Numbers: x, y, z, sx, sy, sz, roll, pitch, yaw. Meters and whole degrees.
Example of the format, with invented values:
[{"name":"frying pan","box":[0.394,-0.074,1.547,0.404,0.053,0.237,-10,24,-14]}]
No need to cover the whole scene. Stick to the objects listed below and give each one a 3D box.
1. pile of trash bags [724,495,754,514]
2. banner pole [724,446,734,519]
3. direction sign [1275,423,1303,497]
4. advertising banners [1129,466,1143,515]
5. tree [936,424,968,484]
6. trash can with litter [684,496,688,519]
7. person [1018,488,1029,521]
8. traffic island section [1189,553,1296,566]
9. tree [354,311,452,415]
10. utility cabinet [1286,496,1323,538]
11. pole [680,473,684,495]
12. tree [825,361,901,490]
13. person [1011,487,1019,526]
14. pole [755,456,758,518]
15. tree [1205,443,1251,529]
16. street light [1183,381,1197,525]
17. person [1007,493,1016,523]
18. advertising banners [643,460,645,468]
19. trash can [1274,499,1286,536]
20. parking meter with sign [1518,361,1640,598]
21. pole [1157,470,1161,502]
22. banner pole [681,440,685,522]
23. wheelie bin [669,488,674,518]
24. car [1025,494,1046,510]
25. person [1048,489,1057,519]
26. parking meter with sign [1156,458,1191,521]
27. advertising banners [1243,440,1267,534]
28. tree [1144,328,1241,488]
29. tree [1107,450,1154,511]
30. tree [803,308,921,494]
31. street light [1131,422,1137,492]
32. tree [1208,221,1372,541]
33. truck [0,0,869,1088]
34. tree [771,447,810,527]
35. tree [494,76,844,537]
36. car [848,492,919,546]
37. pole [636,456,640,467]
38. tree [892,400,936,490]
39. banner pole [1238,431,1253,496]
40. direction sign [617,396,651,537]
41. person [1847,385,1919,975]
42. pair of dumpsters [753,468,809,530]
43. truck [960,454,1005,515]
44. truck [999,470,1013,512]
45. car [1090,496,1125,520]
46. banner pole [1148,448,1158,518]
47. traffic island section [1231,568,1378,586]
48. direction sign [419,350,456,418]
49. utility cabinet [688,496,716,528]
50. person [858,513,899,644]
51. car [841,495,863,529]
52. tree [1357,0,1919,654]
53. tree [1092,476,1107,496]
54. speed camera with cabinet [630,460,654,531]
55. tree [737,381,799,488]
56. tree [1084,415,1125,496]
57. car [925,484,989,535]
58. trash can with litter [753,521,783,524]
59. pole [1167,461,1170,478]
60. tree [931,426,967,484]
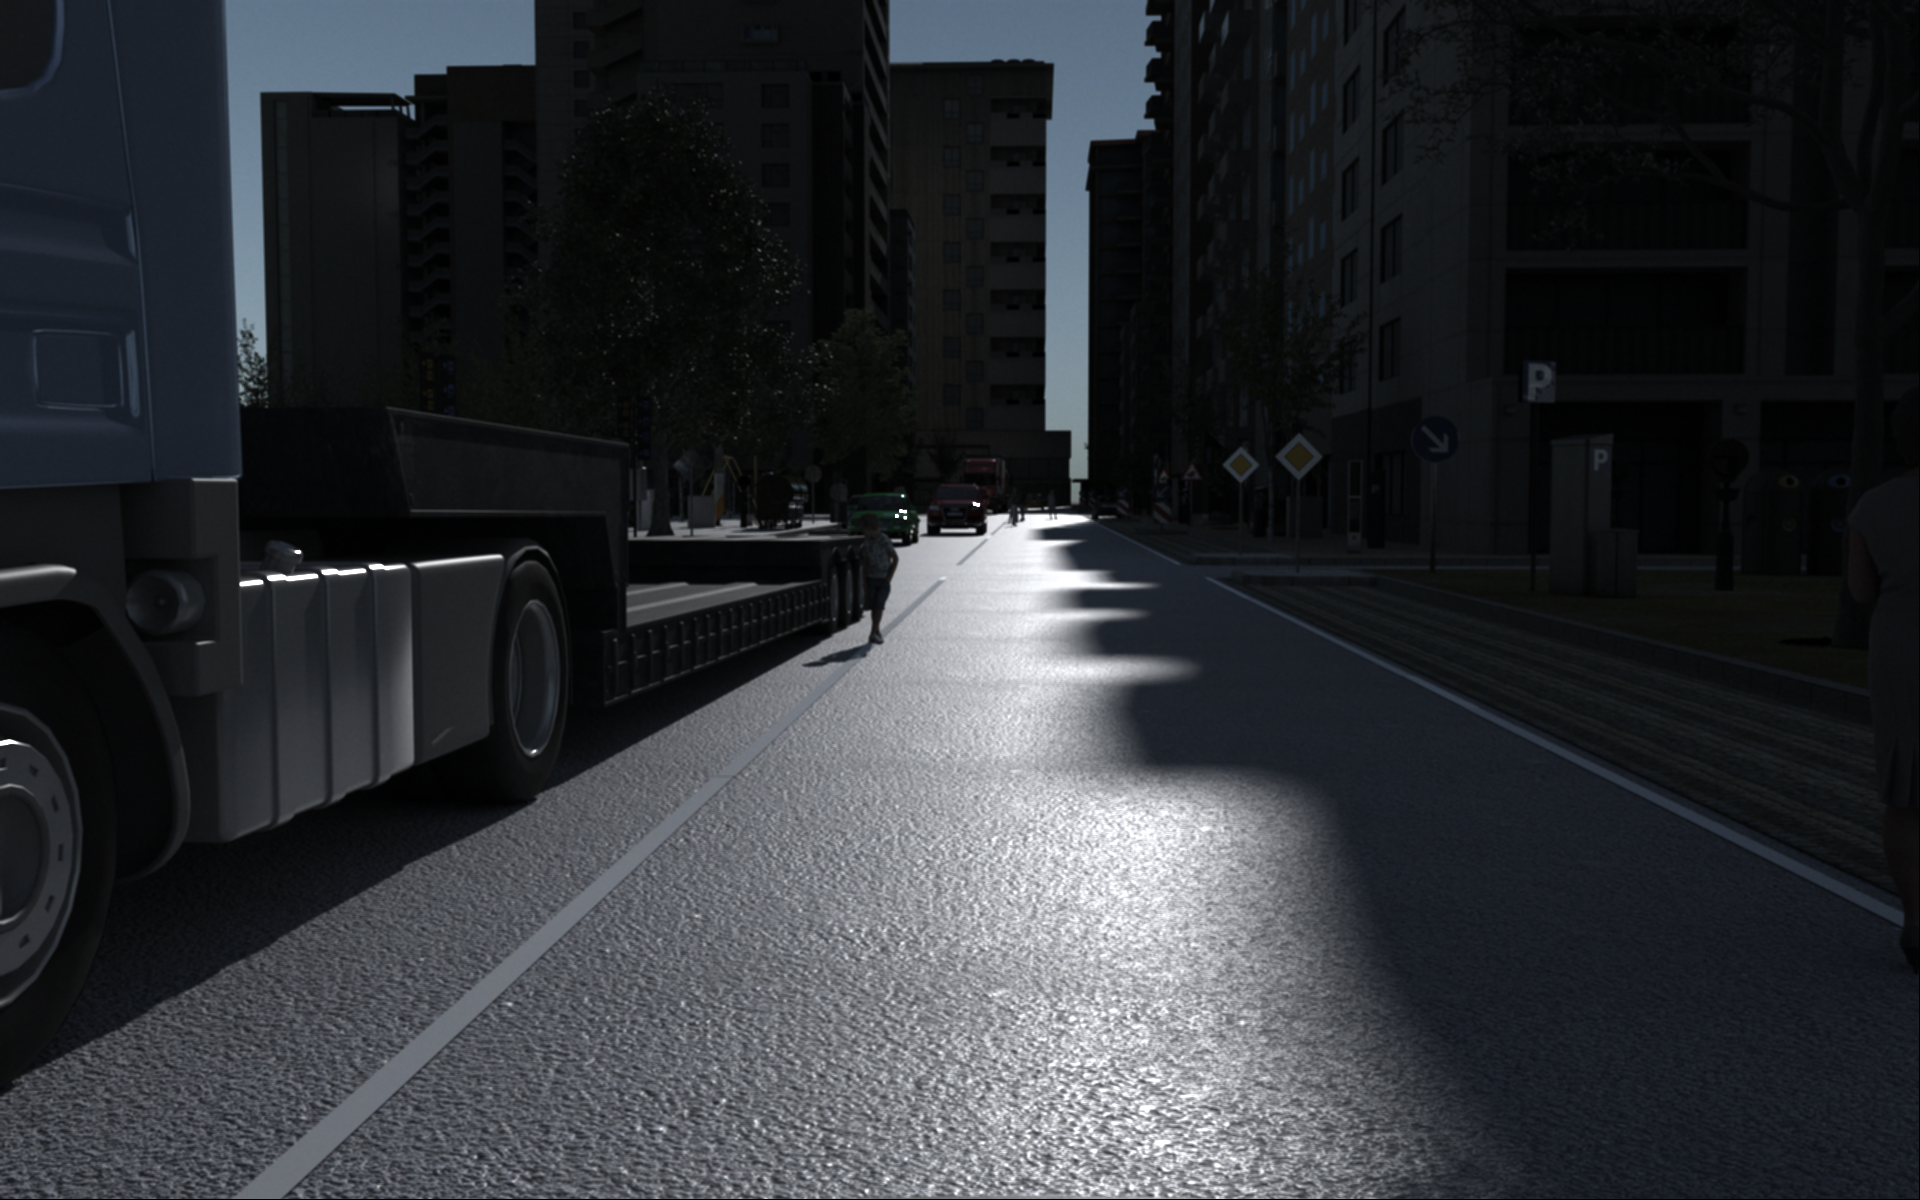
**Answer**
[{"name":"pile of trash bags","box":[-14.720,-6.178,110.769,3.447,1.369,1.912,2,4,25]},{"name":"banner pole","box":[-12.144,-6.112,89.944,0.863,3.779,0.401,-3,4,-38]},{"name":"direction sign","box":[10.430,-3.852,54.972,0.876,3.537,0.379,0,4,-7]},{"name":"advertising banners","box":[10.871,-6.802,107.405,0.090,3.025,2.074,2,4,30]},{"name":"tree","box":[-1.691,-13.971,178.787,4.360,8.622,3.978,0,3,0]},{"name":"trash can with litter","box":[-14.084,-4.774,89.440,0.624,1.170,1.055,0,4,-1]},{"name":"person","box":[3.305,-5.074,91.804,0.721,1.781,0.623,3,4,36]},{"name":"traffic island section","box":[5.875,-0.853,36.220,2.009,0.180,2.903,0,4,3]},{"name":"tree","box":[-21.467,-7.255,68.988,4.737,8.622,4.395,0,3,0]},{"name":"utility cabinet","box":[10.060,-2.412,50.603,1.020,1.237,0.306,-1,4,-10]},{"name":"pole","box":[-15.822,-6.406,98.575,0.158,3.312,0.155,0,3,0]},{"name":"tree","box":[-5.394,-8.937,96.480,4.737,8.622,4.395,0,3,0]},{"name":"person","box":[2.476,-4.188,77.522,0.362,1.759,0.519,1,4,12]},{"name":"pole","box":[-10.767,-5.983,91.671,0.158,3.312,0.155,0,3,0]},{"name":"tree","box":[9.610,-4.210,63.433,1.663,3.219,1.824,0,3,0]},{"name":"street light","box":[9.353,-5.988,70.685,0.468,5.910,1.993,0,4,3]},{"name":"person","box":[2.593,-4.586,86.073,0.503,1.515,0.523,0,4,-7]},{"name":"advertising banners","box":[-14.334,-5.142,80.262,0.090,3.025,2.074,1,4,19]},{"name":"trash can","box":[9.797,-2.513,52.733,0.748,1.137,0.748,0,3,0]},{"name":"parking meter with sign","box":[7.889,-1.576,22.028,0.543,3.016,1.738,-1,4,-23]},{"name":"pole","box":[12.030,-6.778,104.668,0.158,3.312,0.155,0,3,0]},{"name":"banner pole","box":[-12.594,-5.437,78.914,0.401,3.779,0.863,0,4,3]},{"name":"wheelie bin","box":[-15.454,-5.083,91.010,0.980,1.594,0.693,-3,5,-40]},{"name":"car","box":[6.613,-8.783,153.820,2.015,1.641,3.980,0,4,2]},{"name":"person","box":[5.228,-5.442,98.486,0.512,1.701,0.522,-2,4,-26]},{"name":"parking meter with sign","box":[10.382,-5.361,83.912,1.738,3.016,0.543,2,4,30]},{"name":"advertising banners","box":[9.485,-3.650,55.870,0.090,3.025,2.074,-1,4,-11]},{"name":"tree","box":[10.461,-7.796,77.830,4.360,8.622,3.978,0,3,0]},{"name":"tree","box":[12.648,-8.841,128.264,4.285,4.588,4.351,0,3,0]},{"name":"tree","box":[-6.058,-11.511,106.334,7.486,12.596,7.792,0,3,0]},{"name":"street light","box":[11.138,-8.430,110.615,0.468,5.910,1.993,0,4,3]},{"name":"tree","box":[8.603,-5.895,46.746,4.737,8.622,4.395,0,3,0]},{"name":"truck","box":[-2.930,-1.304,11.085,2.967,4.110,18.799,0,4,4]},{"name":"tree","box":[-6.947,-4.461,67.546,1.663,3.219,1.824,0,3,0]},{"name":"tree","box":[-8.340,-8.020,48.137,9.611,12.733,9.660,0,3,0]},{"name":"car","box":[-2.169,-2.494,49.575,1.959,1.807,4.718,0,4,2]},{"name":"pole","box":[-17.179,-6.025,92.351,0.158,3.312,0.155,0,3,0]},{"name":"tree","box":[-4.405,-11.178,133.128,4.360,8.622,3.978,0,3,0]},{"name":"banner pole","box":[11.380,-4.823,68.876,0.863,3.779,0.401,-1,4,-22]},{"name":"direction sign","box":[-7.553,-2.948,40.196,0.876,3.537,0.379,1,4,22]},{"name":"person","box":[3.060,0.225,5.175,0.532,1.782,0.716,-3,5,-45]},{"name":"pair of dumpsters","box":[-6.591,-3.740,63.641,1.574,2.255,4.437,0,4,2]},{"name":"truck","box":[1.746,-8.316,124.879,2.839,4.237,11.283,0,4,4]},{"name":"truck","box":[2.676,-8.884,141.169,3.469,3.379,9.791,0,4,3]},{"name":"car","box":[8.385,-5.236,98.194,1.945,1.354,3.894,0,4,2]},{"name":"banner pole","box":[10.518,-6.344,93.738,0.401,3.779,0.863,-2,4,-24]},{"name":"traffic island section","box":[5.523,-0.365,28.243,2.009,0.180,2.903,0,4,3]},{"name":"direction sign","box":[-8.358,-2.189,27.791,0.379,3.537,0.876,1,4,20]},{"name":"utility cabinet","box":[-9.836,-3.352,65.963,1.020,1.237,0.306,0,4,1]},{"name":"person","box":[-0.791,-0.214,16.688,0.352,1.250,0.332,-2,4,-29]},{"name":"car","box":[-3.985,-3.756,73.410,2.014,1.417,4.499,0,4,3]},{"name":"tree","box":[7.660,-6.346,14.122,12.009,13.543,11.850,0,3,0]},{"name":"tree","box":[13.970,-10.710,169.710,1.663,3.219,1.824,0,3,0]},{"name":"speed camera with cabinet","box":[-11.163,-4.075,60.957,0.660,3.252,2.038,1,4,9]},{"name":"tree","box":[-10.871,-9.037,98.121,4.737,8.622,4.395,0,3,0]},{"name":"tree","box":[13.599,-12.913,161.492,4.737,8.622,4.395,0,3,0]},{"name":"car","box":[-0.075,-3.286,62.401,2.281,1.827,5.304,0,4,2]},{"name":"trash can with litter","box":[-8.527,-3.961,75.822,1.678,1.210,2.233,1,4,21]},{"name":"pole","box":[13.001,-6.994,108.191,0.158,3.312,0.155,0,3,0]},{"name":"tree","box":[-1.314,-14.628,189.533,4.737,8.622,4.395,0,3,0]}]
